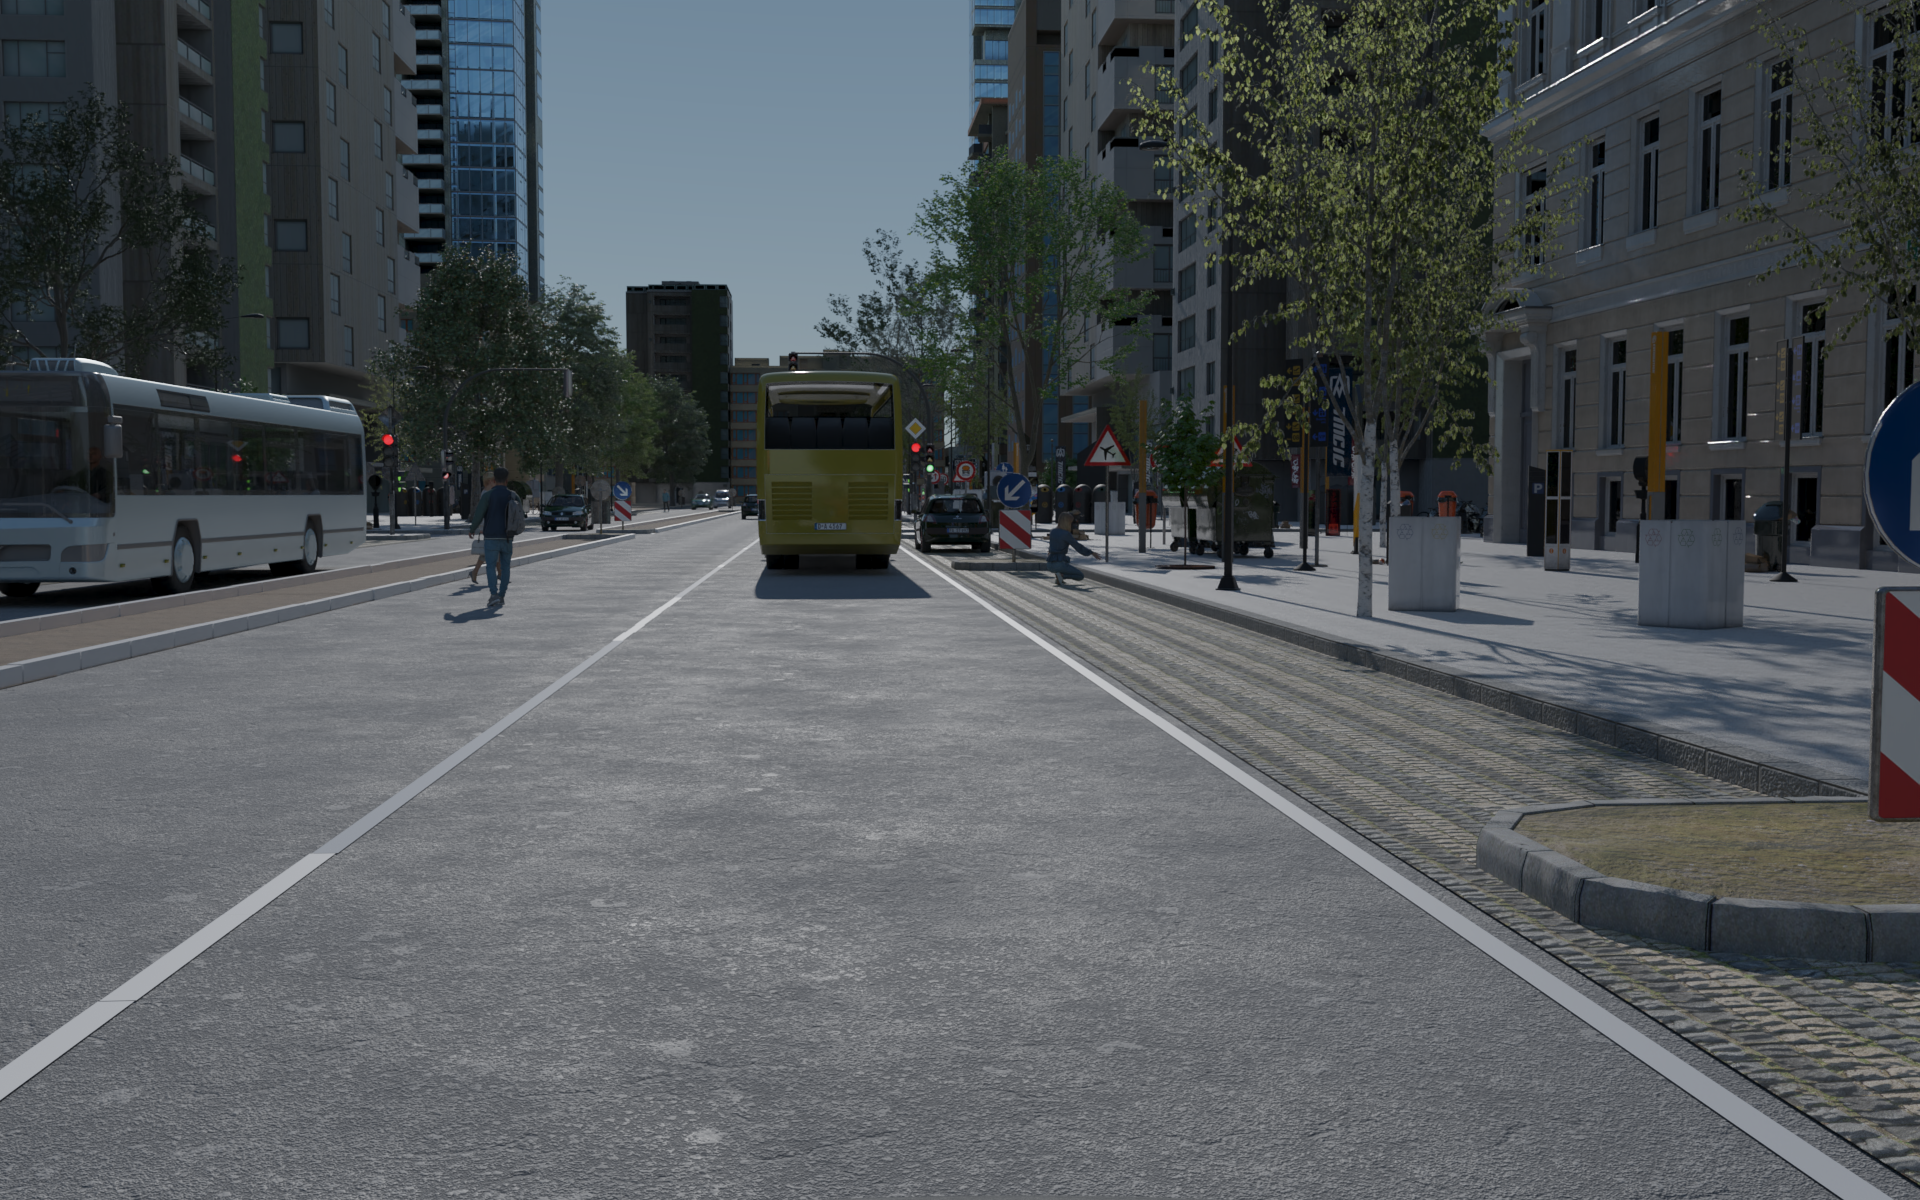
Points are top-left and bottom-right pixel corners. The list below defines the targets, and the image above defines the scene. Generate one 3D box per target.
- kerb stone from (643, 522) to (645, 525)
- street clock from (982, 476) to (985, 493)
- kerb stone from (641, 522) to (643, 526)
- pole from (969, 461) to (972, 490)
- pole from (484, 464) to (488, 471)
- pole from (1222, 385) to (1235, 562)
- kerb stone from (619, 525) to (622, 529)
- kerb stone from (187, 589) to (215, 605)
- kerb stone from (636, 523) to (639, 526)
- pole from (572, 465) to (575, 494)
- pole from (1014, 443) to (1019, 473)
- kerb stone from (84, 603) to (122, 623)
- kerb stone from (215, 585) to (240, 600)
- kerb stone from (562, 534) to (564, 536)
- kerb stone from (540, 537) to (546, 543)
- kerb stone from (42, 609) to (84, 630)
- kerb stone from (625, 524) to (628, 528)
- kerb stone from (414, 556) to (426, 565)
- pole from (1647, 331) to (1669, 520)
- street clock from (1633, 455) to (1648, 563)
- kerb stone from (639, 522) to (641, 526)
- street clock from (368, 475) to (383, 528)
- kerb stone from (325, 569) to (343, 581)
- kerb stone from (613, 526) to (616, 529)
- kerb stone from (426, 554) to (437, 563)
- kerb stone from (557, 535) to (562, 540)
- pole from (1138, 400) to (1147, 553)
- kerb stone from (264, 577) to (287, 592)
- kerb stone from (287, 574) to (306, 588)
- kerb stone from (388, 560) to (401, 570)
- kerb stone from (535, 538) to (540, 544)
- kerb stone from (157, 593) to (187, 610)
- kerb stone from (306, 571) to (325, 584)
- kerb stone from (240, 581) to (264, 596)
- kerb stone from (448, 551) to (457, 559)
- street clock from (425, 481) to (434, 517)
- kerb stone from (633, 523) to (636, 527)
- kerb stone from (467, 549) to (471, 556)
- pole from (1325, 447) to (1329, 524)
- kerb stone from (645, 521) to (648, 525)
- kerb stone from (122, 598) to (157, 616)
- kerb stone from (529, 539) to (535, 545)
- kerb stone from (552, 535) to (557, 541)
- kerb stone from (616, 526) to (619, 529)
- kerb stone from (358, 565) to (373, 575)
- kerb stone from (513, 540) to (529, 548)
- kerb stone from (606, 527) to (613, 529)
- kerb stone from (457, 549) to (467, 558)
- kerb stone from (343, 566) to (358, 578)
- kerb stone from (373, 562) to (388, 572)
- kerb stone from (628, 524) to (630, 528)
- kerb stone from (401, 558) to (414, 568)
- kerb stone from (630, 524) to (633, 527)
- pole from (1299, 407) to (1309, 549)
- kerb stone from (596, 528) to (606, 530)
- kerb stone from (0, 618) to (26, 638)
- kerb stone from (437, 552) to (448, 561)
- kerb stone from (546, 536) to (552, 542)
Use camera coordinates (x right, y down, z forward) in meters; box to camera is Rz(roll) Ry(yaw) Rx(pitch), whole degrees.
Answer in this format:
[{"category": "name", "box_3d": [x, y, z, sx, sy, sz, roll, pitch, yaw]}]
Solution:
[{"category": "kerb stone", "box_3d": [-14.450, -3.430, 78.313, 0.120, 0.150, 1.000, 0, 4, -5]}, {"category": "street clock", "box_3d": [1.097, -4.017, 70.249, 0.358, 2.002, 0.471, 2, 4, 34]}, {"category": "kerb stone", "box_3d": [-14.360, -3.370, 77.295, 0.120, 0.150, 1.000, 0, 4, -5]}, {"category": "pole", "box_3d": [0.670, -6.997, 108.243, 0.158, 3.312, 0.155, 0, 3, 0]}, {"category": "pole", "box_3d": [-29.891, -7.061, 109.286, 0.158, 3.312, 0.155, 0, 3, 0]}, {"category": "pole", "box_3d": [5.042, -2.367, 32.539, 0.158, 3.312, 0.155, 0, 3, 0]}, {"category": "kerb stone", "box_3d": [-13.723, -2.871, 69.129, 0.120, 0.150, 1.000, 0, 4, -5]}, {"category": "kerb stone", "box_3d": [-10.000, -0.026, 22.613, 0.120, 0.150, 1.000, 0, 4, -5]}, {"category": "kerb stone", "box_3d": [-14.193, -3.245, 75.257, 0.120, 0.150, 1.000, 0, 4, -5]}, {"category": "pole", "box_3d": [-25.385, -7.329, 113.677, 0.158, 3.312, 0.155, 0, 3, 0]}, {"category": "pole", "box_3d": [2.229, -4.581, 68.736, 0.158, 3.312, 0.155, 0, 3, 0]}, {"category": "kerb stone", "box_3d": [-9.757, 0.162, 19.548, 0.120, 0.150, 1.000, 0, 4, -5]}, {"category": "kerb stone", "box_3d": [-10.086, -0.081, 23.633, 0.120, 0.150, 1.000, 0, 4, -5]}, {"category": "kerb stone", "box_3d": [-12.529, -1.962, 54.273, 0.120, 0.150, 1.000, 0, 4, -5]}, {"category": "kerb stone", "box_3d": [-12.198, -1.708, 50.175, 0.120, 0.150, 1.000, 0, 4, -5]}, {"category": "kerb stone", "box_3d": [-9.673, 0.227, 18.524, 0.120, 0.150, 1.000, 0, 4, -5]}, {"category": "kerb stone", "box_3d": [-13.878, -2.996, 71.174, 0.120, 0.150, 1.000, 0, 4, -5]}, {"category": "kerb stone", "box_3d": [-10.972, -0.772, 34.857, 0.120, 0.150, 1.000, 0, 4, -5]}, {"category": "pole", "box_3d": [8.793, -1.713, 21.856, 0.158, 3.312, 0.155, 0, 3, 0]}, {"category": "street clock", "box_3d": [12.664, -1.683, 32.093, 0.471, 2.002, 0.358, -3, 5, -44]}, {"category": "kerb stone", "box_3d": [-14.289, -3.308, 76.275, 0.120, 0.150, 1.000, 0, 4, -5]}, {"category": "street clock", "box_3d": [-21.978, -3.706, 65.155, 0.471, 2.002, 0.358, 0, 4, -3]}, {"category": "kerb stone", "box_3d": [-10.487, -0.400, 28.732, 0.120, 0.150, 1.000, 0, 4, -5]}, {"category": "kerb stone", "box_3d": [-13.556, -2.746, 67.087, 0.120, 0.150, 1.000, 0, 4, -5]}, {"category": "kerb stone", "box_3d": [-11.062, -0.837, 35.875, 0.120, 0.150, 1.000, 0, 4, -5]}, {"category": "kerb stone", "box_3d": [-12.443, -1.892, 53.236, 0.120, 0.150, 1.000, 0, 4, -5]}, {"category": "pole", "box_3d": [3.982, -2.687, 37.769, 0.158, 3.312, 0.155, 0, 3, 0]}, {"category": "kerb stone", "box_3d": [-10.239, -0.213, 25.675, 0.120, 0.150, 1.000, 0, 4, -5]}, {"category": "kerb stone", "box_3d": [-10.325, -0.275, 26.693, 0.120, 0.150, 1.000, 0, 4, -5]}, {"category": "kerb stone", "box_3d": [-10.818, -0.650, 32.816, 0.120, 0.150, 1.000, 0, 4, -5]}, {"category": "kerb stone", "box_3d": [-12.123, -1.647, 49.156, 0.120, 0.150, 1.000, 0, 4, -5]}, {"category": "kerb stone", "box_3d": [-9.920, 0.039, 21.593, 0.120, 0.150, 1.000, 0, 4, -5]}, {"category": "kerb stone", "box_3d": [-10.403, -0.337, 27.712, 0.120, 0.150, 1.000, 0, 4, -5]}, {"category": "kerb stone", "box_3d": [-10.164, -0.150, 24.654, 0.120, 0.150, 1.000, 0, 4, -5]}, {"category": "kerb stone", "box_3d": [-11.225, -0.962, 37.920, 0.120, 0.150, 1.000, 0, 4, -5]}, {"category": "street clock", "box_3d": [-29.692, -5.670, 97.269, 0.358, 2.002, 0.471, -1, 4, -23]}, {"category": "kerb stone", "box_3d": [-14.128, -3.183, 74.235, 0.120, 0.150, 1.000, 0, 4, -5]}, {"category": "kerb stone", "box_3d": [-11.387, -1.086, 39.958, 0.120, 0.150, 1.000, 0, 4, -5]}, {"category": "pole", "box_3d": [14.885, -4.671, 70.213, 0.158, 3.312, 0.155, 0, 3, 0]}, {"category": "kerb stone", "box_3d": [-14.534, -3.494, 79.333, 0.120, 0.150, 1.000, 0, 4, -5]}, {"category": "kerb stone", "box_3d": [-9.830, 0.099, 20.572, 0.120, 0.150, 1.000, 0, 4, -5]}, {"category": "kerb stone", "box_3d": [-12.036, -1.586, 48.131, 0.120, 0.150, 1.000, 0, 4, -5]}, {"category": "kerb stone", "box_3d": [-12.368, -1.830, 52.217, 0.120, 0.150, 1.000, 0, 4, -5]}, {"category": "kerb stone", "box_3d": [-13.638, -2.803, 68.109, 0.120, 0.150, 1.000, 0, 4, -5]}, {"category": "kerb stone", "box_3d": [-10.660, -0.523, 30.774, 0.120, 0.150, 1.000, 0, 4, -5]}, {"category": "kerb stone", "box_3d": [-11.951, -1.524, 47.112, 0.120, 0.150, 1.000, 0, 4, -5]}, {"category": "kerb stone", "box_3d": [-13.468, -2.683, 66.069, 0.120, 0.150, 1.000, 0, 4, -5]}, {"category": "kerb stone", "box_3d": [-11.303, -1.022, 38.939, 0.120, 0.150, 1.000, 0, 4, -5]}, {"category": "kerb stone", "box_3d": [-10.574, -0.462, 29.750, 0.120, 0.150, 1.000, 0, 4, -5]}, {"category": "kerb stone", "box_3d": [-10.730, -0.575, 31.794, 0.120, 0.150, 1.000, 0, 4, -5]}, {"category": "kerb stone", "box_3d": [-13.966, -3.058, 72.195, 0.120, 0.150, 1.000, 0, 4, -5]}, {"category": "kerb stone", "box_3d": [-10.894, -0.712, 33.838, 0.120, 0.150, 1.000, 0, 4, -5]}, {"category": "kerb stone", "box_3d": [-14.045, -3.121, 73.216, 0.120, 0.150, 1.000, 0, 4, -5]}, {"category": "pole", "box_3d": [8.091, -2.865, 40.678, 0.158, 3.312, 0.155, 0, 3, 0]}, {"category": "kerb stone", "box_3d": [-13.314, -2.558, 64.029, 0.120, 0.150, 1.000, 0, 4, -5]}, {"category": "kerb stone", "box_3d": [-9.589, 0.287, 17.505, 0.120, 0.150, 1.000, 0, 4, -5]}, {"category": "kerb stone", "box_3d": [-11.140, -0.899, 36.899, 0.120, 0.150, 1.000, 0, 4, -5]}, {"category": "kerb stone", "box_3d": [-12.282, -1.769, 51.193, 0.120, 0.150, 1.000, 0, 4, -5]}]
